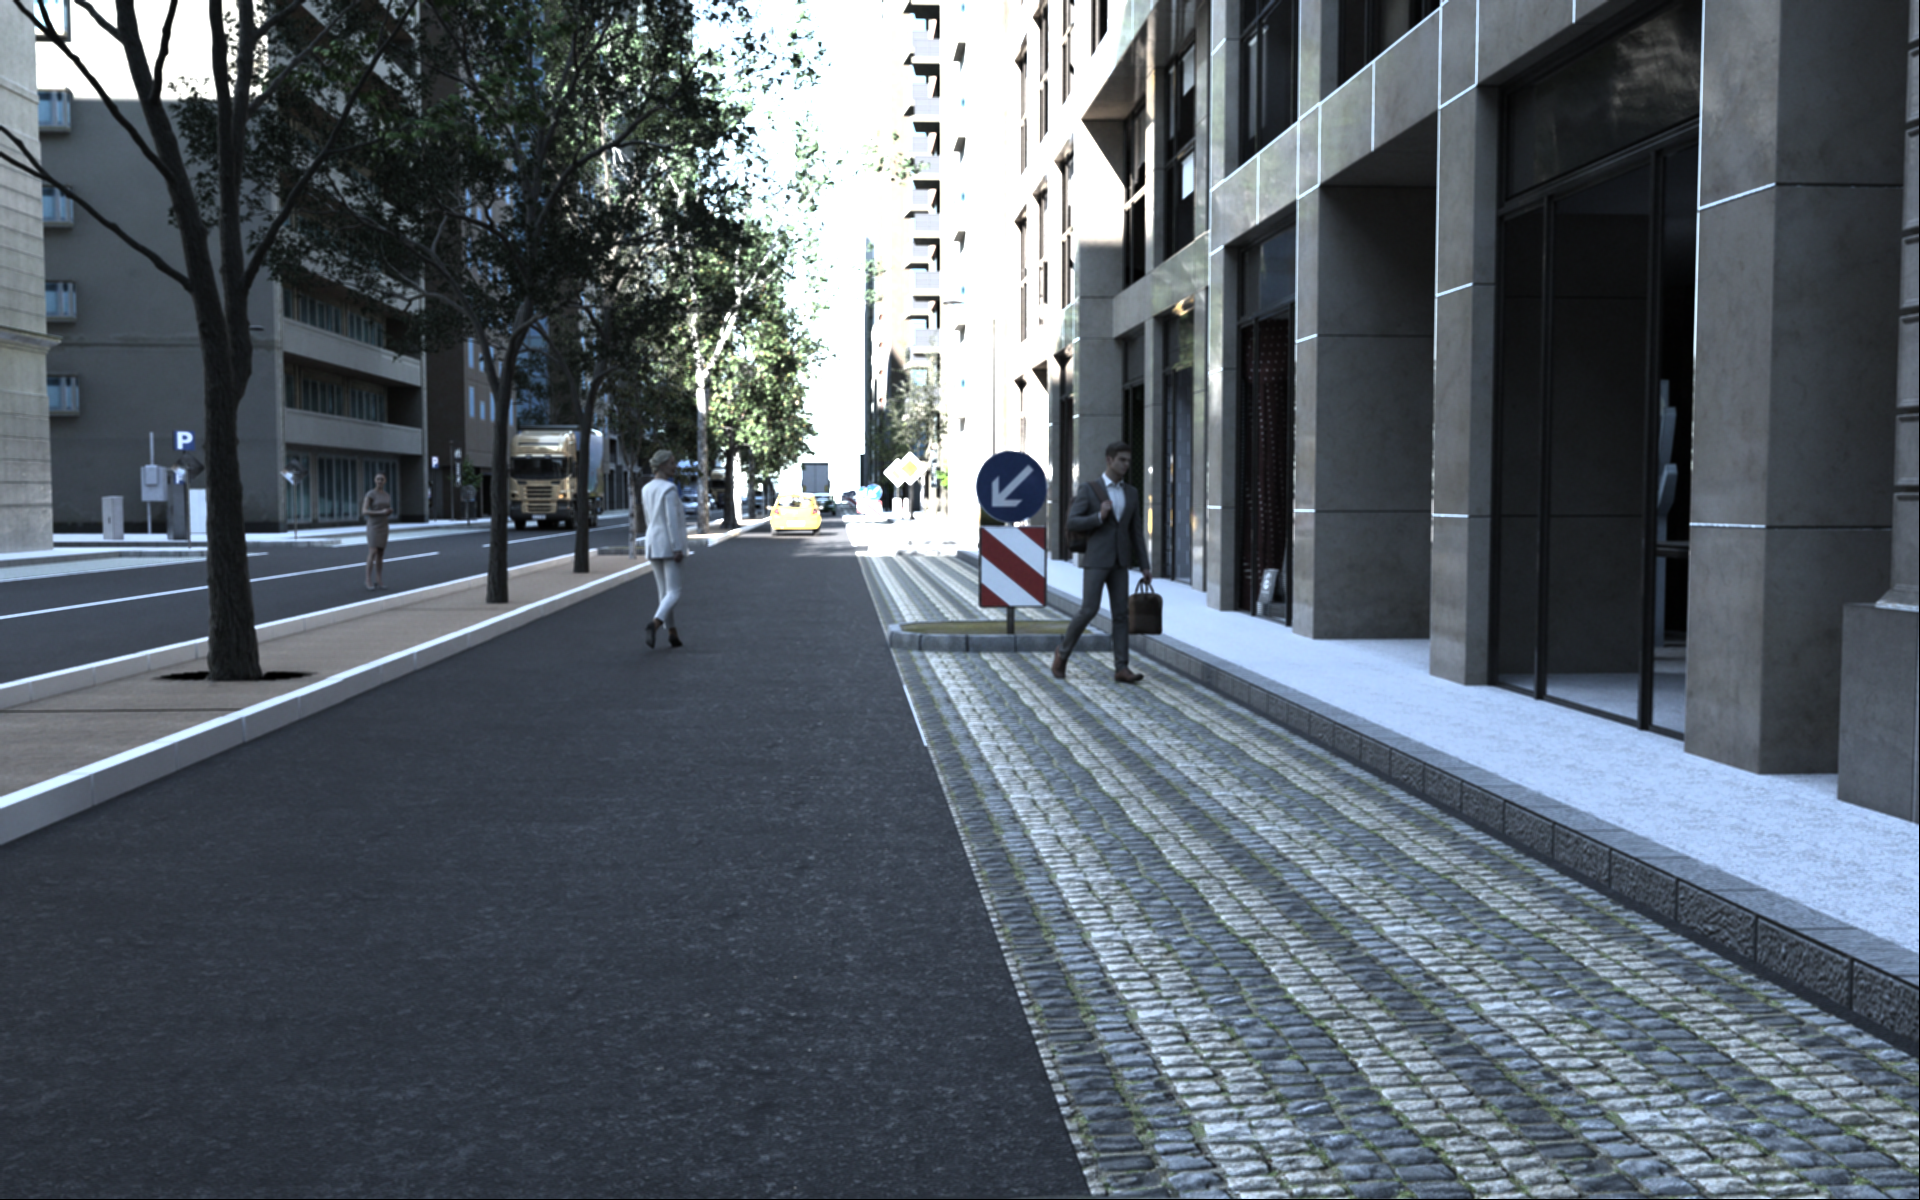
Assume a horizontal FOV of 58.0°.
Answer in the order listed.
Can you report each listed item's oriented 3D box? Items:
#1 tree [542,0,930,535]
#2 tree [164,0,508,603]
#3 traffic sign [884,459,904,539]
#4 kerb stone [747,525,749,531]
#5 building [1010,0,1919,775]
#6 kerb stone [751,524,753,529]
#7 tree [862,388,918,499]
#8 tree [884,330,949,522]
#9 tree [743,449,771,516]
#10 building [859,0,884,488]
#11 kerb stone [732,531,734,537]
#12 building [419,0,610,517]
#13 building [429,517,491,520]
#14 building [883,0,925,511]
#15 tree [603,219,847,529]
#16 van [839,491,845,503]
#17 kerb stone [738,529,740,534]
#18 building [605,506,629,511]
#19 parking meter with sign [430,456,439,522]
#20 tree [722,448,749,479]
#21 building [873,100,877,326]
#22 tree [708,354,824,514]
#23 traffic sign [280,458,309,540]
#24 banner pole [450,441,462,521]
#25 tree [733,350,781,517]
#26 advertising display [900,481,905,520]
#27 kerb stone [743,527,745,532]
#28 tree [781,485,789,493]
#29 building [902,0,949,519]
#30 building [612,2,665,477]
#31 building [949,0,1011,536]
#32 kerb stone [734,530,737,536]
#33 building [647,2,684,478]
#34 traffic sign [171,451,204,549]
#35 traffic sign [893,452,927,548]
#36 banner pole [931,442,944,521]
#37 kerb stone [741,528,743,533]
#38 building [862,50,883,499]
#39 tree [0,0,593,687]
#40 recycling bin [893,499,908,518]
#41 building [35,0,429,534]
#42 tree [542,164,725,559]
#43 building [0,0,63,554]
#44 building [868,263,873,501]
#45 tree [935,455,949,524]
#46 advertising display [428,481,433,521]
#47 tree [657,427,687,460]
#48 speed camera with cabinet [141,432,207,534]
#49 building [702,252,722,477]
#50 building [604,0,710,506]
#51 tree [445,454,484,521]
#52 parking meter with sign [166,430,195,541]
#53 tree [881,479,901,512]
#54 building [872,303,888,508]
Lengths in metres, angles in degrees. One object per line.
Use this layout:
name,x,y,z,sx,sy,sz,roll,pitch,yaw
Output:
tree,-7.728,-12.293,59.339,12.611,20.169,13.585,0,3,0
tree,-6.059,-5.208,22.020,8.767,10.594,7.601,0,4,-4
traffic sign,-1.773,-2.802,49.448,0.795,2.450,0.064,0,4,-4
kerb stone,-8.274,-2.693,66.271,0.120,0.150,1.000,0,4,-4
building,11.999,-13.469,24.726,19.350,26.468,34.151,0,4,-4
kerb stone,-8.490,-2.884,69.345,0.120,0.150,1.000,0,4,-4
tree,-4.577,-10.331,119.280,4.737,8.622,4.395,0,3,0
tree,-1.670,-7.837,78.501,4.360,8.622,3.978,0,3,0
tree,-12.739,-9.880,114.358,4.737,8.622,4.395,0,3,0
building,-4.388,-58.391,267.359,22.319,86.520,31.000,0,4,-4
kerb stone,-7.606,-2.132,57.060,0.120,0.150,1.000,0,4,-4
building,-31.254,-28.391,114.305,14.600,45.320,14.200,0,4,-4
building,-32.131,-27.028,92.025,14.600,45.320,14.200,0,4,-4
building,0.542,-30.529,149.259,14.600,45.320,14.200,0,4,-4
tree,-9.438,-9.248,70.662,9.611,12.733,9.660,0,3,0
van,-17.558,-15.826,265.769,2.013,2.044,4.112,0,4,-5
kerb stone,-7.823,-2.316,60.135,0.120,0.150,1.000,0,4,-4
building,-39.133,-43.678,152.386,20.563,71.187,20.611,0,4,-4
parking meter with sign,-25.069,-5.142,80.336,1.738,3.016,0.543,1,4,18
tree,-37.704,-22.759,282.477,12.009,13.543,11.850,0,3,0
building,-2.578,-33.190,192.760,14.600,45.320,14.200,0,4,-4
tree,-13.334,-12.235,120.624,7.486,12.596,7.792,0,3,0
traffic sign,-18.525,-2.729,48.257,0.795,2.450,0.064,0,4,-4
banner pole,-23.881,-5.628,82.031,0.401,3.779,0.863,2,4,31
tree,-10.235,-7.645,77.820,4.360,8.622,3.978,0,3,0
advertising display,-2.866,-4.958,86.283,0.123,1.923,0.974,0,4,-7
kerb stone,-8.042,-2.505,63.203,0.120,0.150,1.000,0,4,-4
tree,-12.309,-9.513,108.356,4.360,8.622,3.978,0,3,0
building,8.002,-27.135,98.289,22.147,44.769,28.867,0,4,-4
building,-44.812,-35.943,176.905,28.713,52.752,27.495,0,4,-4
building,10.365,-26.710,60.417,21.600,48.544,21.300,0,4,-4
kerb stone,-7.669,-2.195,58.084,0.120,0.150,1.000,0,4,-4
building,-44.997,-55.438,219.090,22.319,86.520,31.000,0,4,-4
traffic sign,-17.947,-2.242,40.293,0.795,2.450,0.064,0,4,-4
traffic sign,-1.195,-2.314,41.483,0.795,2.450,0.064,0,4,-4
banner pole,-1.124,-5.736,83.805,0.863,3.779,0.401,3,5,43
kerb stone,-7.977,-2.440,62.183,0.120,0.150,1.000,0,4,-4
building,-2.770,-42.571,238.027,21.231,58.520,28.212,0,4,-4
tree,-5.722,-5.194,13.141,9.928,11.665,9.643,0,3,0
recycling bin,-3.273,-5.050,95.118,0.722,1.027,0.722,-1,4,-13
building,-33.606,-26.975,64.742,21.300,48.544,21.600,0,4,-4
tree,-7.157,-5.182,37.553,4.360,8.622,3.978,0,3,0
building,-41.544,-15.468,29.318,44.131,29.872,17.030,0,4,-4
building,-4.539,-27.250,217.235,14.160,30.474,14.107,0,4,-4
tree,-0.199,-4.913,74.929,1.663,3.219,1.824,0,3,0
advertising display,-25.976,-4.804,83.758,0.974,1.923,0.123,1,4,12
tree,-31.744,-17.133,198.256,7.486,12.596,7.792,0,3,0
speed camera with cabinet,-25.106,-3.744,55.556,2.038,3.252,0.660,0,4,-5
building,-43.982,-37.583,264.584,14.600,45.320,14.200,0,4,-4
building,-45.956,-49.406,246.034,20.563,71.187,20.611,0,4,-4
tree,-23.856,-5.476,84.134,1.663,3.219,1.824,0,3,0
parking meter with sign,-21.771,-3.179,48.237,0.543,3.016,1.738,-3,4,-37
tree,-4.928,-8.123,127.405,1.663,3.219,1.824,0,3,0
building,5.430,-20.008,172.174,27.650,21.520,28.899,0,4,-4
